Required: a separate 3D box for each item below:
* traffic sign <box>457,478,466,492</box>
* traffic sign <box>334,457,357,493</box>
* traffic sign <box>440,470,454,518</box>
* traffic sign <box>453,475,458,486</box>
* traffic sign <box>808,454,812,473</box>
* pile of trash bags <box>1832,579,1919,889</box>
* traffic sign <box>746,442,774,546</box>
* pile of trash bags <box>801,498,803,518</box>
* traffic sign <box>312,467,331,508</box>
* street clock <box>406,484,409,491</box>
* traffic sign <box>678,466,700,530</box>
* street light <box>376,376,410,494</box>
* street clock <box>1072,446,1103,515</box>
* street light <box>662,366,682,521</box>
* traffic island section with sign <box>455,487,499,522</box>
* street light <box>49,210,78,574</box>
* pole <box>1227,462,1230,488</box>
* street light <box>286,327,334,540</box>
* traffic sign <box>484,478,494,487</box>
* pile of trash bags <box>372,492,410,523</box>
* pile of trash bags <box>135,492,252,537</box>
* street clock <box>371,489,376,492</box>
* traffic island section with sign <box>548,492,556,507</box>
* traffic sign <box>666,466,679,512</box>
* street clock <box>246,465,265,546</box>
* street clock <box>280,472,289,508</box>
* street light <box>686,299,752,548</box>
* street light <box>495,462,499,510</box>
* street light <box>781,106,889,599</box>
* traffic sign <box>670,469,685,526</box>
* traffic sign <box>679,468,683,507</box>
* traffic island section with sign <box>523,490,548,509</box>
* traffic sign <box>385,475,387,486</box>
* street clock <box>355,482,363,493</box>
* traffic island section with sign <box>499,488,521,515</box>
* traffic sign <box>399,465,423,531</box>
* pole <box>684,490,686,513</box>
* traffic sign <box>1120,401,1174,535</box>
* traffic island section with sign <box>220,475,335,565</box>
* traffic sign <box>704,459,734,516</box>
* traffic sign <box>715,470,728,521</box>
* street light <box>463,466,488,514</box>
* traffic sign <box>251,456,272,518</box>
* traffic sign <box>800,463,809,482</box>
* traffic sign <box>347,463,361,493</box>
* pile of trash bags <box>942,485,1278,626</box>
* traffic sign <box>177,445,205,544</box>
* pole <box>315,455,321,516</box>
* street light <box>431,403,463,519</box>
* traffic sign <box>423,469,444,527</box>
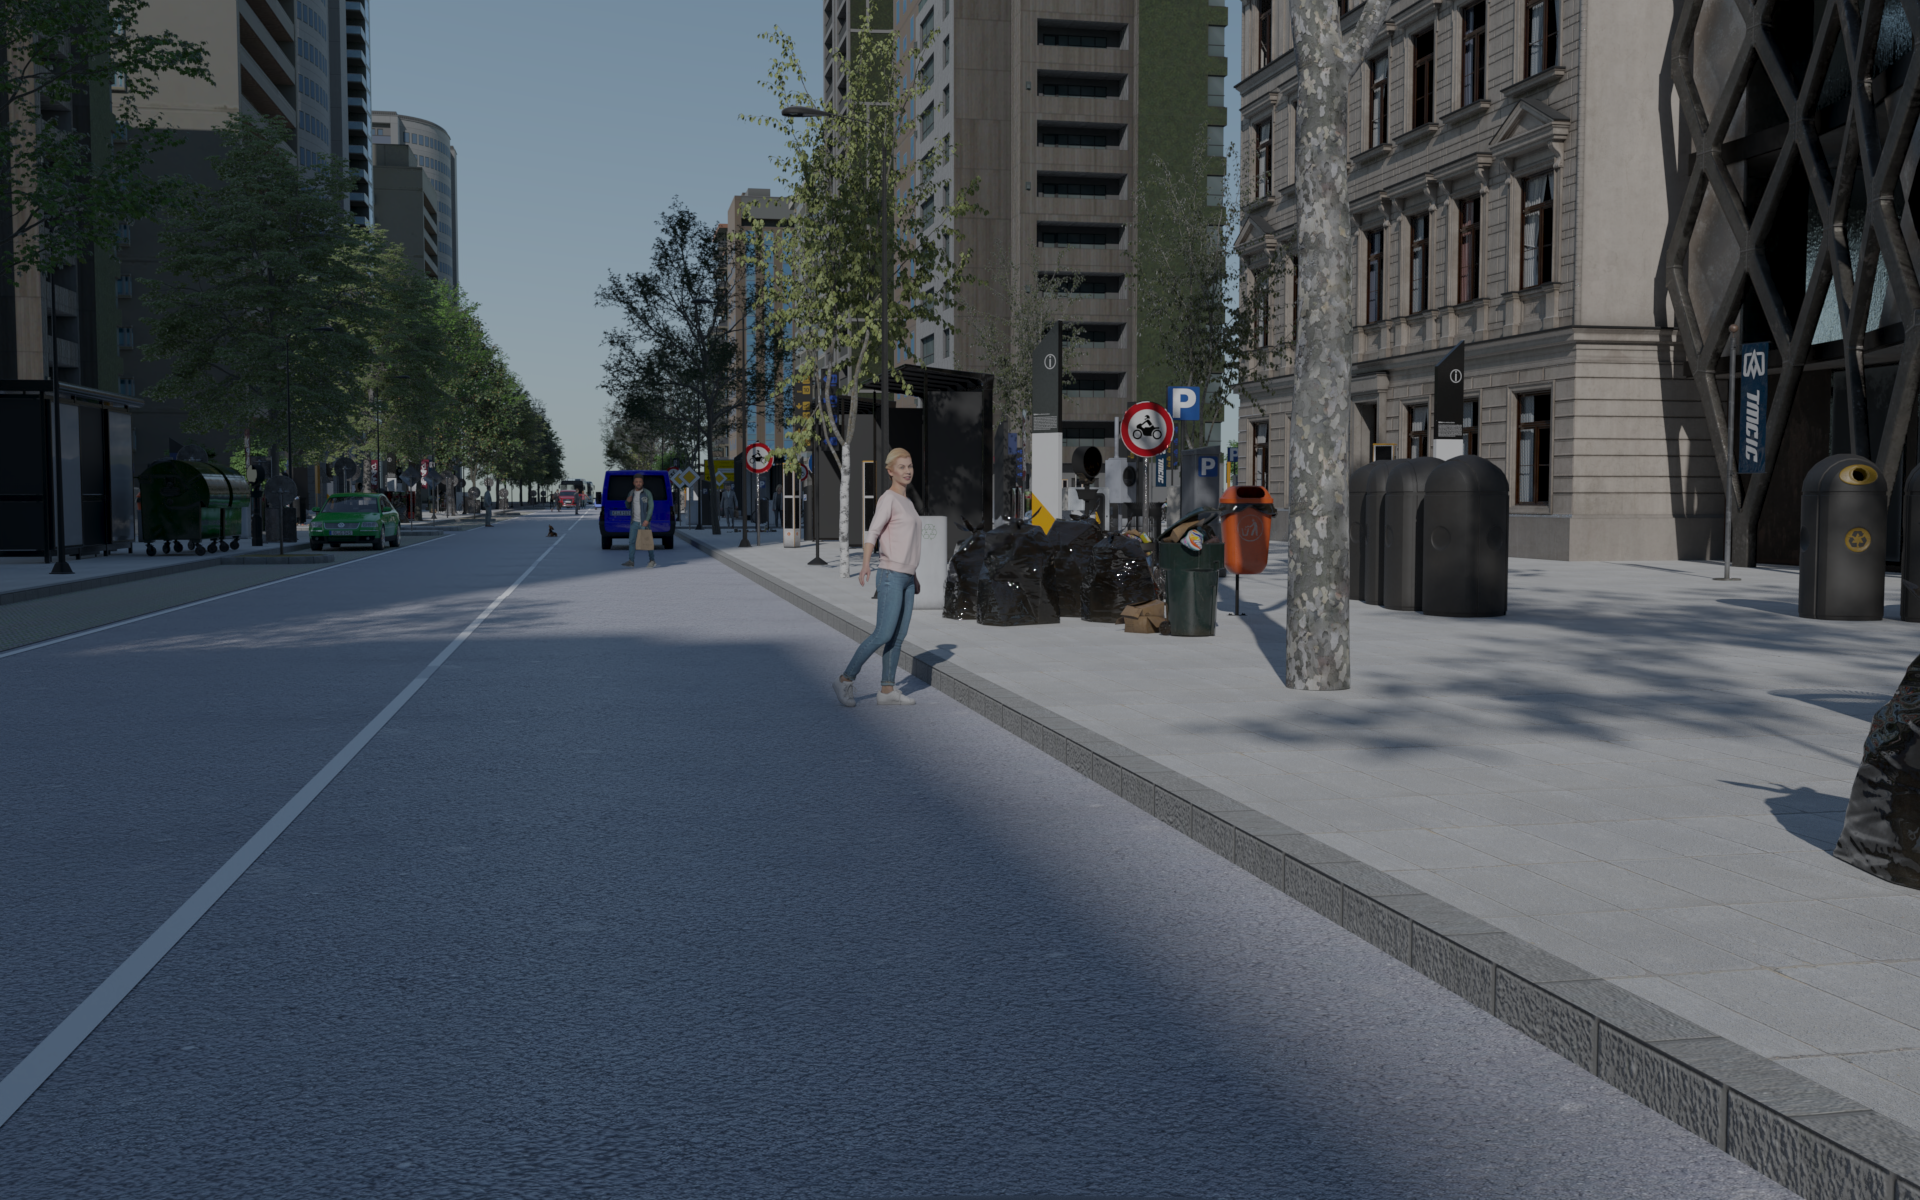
[{"bbox_3d":[-40.487,-8.597,140.668,0.768,2.556,0.104,0,4,-4],"label":"traffic sign"},{"bbox_3d":[-21.121,-3.635,59.538,0.768,2.556,0.104,0,4,-4],"label":"traffic sign"},{"bbox_3d":[-27.574,-5.688,93.097,0.768,2.556,0.104,-1,4,-10],"label":"traffic sign"},{"bbox_3d":[-33.843,-7.054,115.443,0.768,2.556,0.104,-1,4,-10],"label":"traffic sign"},{"bbox_3d":[-4.063,-3.094,50.690,0.768,2.556,0.104,0,4,-5],"label":"traffic sign"},{"bbox_3d":[4.827,0.258,5.528,3.447,1.369,1.912,-1,4,-8],"label":"pile of trash bags"},{"bbox_3d":[-4.984,-2.609,42.766,0.768,2.556,0.104,-1,4,-11],"label":"traffic sign"},{"bbox_3d":[-7.245,-5.122,93.496,1.912,1.369,3.447,-2,4,-25],"label":"pile of trash bags"},{"bbox_3d":[-30.567,-5.074,82.962,0.884,2.594,0.081,0,4,-4],"label":"traffic sign"},{"bbox_3d":[-36.709,-6.772,115.295,0.358,2.002,0.471,-2,4,-26],"label":"street clock"},{"bbox_3d":[-9.682,-3.568,61.981,0.795,2.450,0.064,-1,4,-12],"label":"traffic sign"},{"bbox_3d":[-22.229,-5.831,67.883,1.470,5.913,1.316,-1,4,-12],"label":"street light"},{"bbox_3d":[1.915,-1.319,26.139,0.358,2.002,0.471,3,5,43],"label":"street clock"},{"bbox_3d":[-9.880,-5.465,61.892,1.470,5.913,1.316,-1,4,-12],"label":"street light"},{"bbox_3d":[-25.230,-4.987,90.166,1.989,1.847,2.006,-1,4,-12],"label":"traffic island section with sign"},{"bbox_3d":[-13.892,-3.376,27.738,1.470,5.913,1.316,-1,4,-12],"label":"street light"},{"bbox_3d":[12.909,-5.467,83.229,0.158,3.312,0.155,0,3,0],"label":"pole"},{"bbox_3d":[-18.087,-4.626,48.180,1.470,5.913,1.316,-1,4,-12],"label":"street light"},{"bbox_3d":[-36.771,-8.263,135.199,0.768,2.556,0.104,-1,4,-9],"label":"traffic sign"},{"bbox_3d":[-25.728,-4.103,76.833,1.912,1.369,3.447,-2,4,-32],"label":"pile of trash bags"},{"bbox_3d":[-22.901,-2.580,51.939,3.447,1.369,1.912,0,4,-8],"label":"pile of trash bags"},{"bbox_3d":[-36.167,-6.256,106.858,0.358,2.002,0.471,1,4,21],"label":"street clock"},{"bbox_3d":[-46.201,-11.240,192.402,1.989,1.847,2.006,-1,4,-12],"label":"traffic island section with sign"},{"bbox_3d":[-13.222,-4.889,80.048,0.768,2.556,0.104,0,4,-2],"label":"traffic sign"},{"bbox_3d":[-17.292,-2.324,42.562,0.471,2.002,0.358,3,4,36],"label":"street clock"},{"bbox_3d":[-22.344,-3.215,57.130,0.471,2.002,0.358,2,4,34],"label":"street clock"},{"bbox_3d":[-5.710,-4.213,41.432,1.470,5.913,1.316,-1,4,-12],"label":"street light"},{"bbox_3d":[-34.869,-9.616,129.760,1.470,5.913,1.316,-1,4,-12],"label":"street light"},{"bbox_3d":[-1.448,-2.964,21.003,1.470,5.913,1.316,-1,4,-12],"label":"street light"},{"bbox_3d":[-11.286,-4.047,69.803,0.795,2.450,0.064,-1,4,-12],"label":"traffic sign"},{"bbox_3d":[-13.842,-5.209,85.269,0.768,2.556,0.104,0,4,-4],"label":"traffic sign"},{"bbox_3d":[-40.745,-9.611,165.772,1.989,1.847,2.006,-1,4,-12],"label":"traffic island section with sign"},{"bbox_3d":[-30.556,-5.560,93.041,0.606,2.300,0.079,-1,4,-9],"label":"traffic sign"},{"bbox_3d":[-37.431,-6.320,107.895,0.358,2.002,0.471,2,4,28],"label":"street clock"},{"bbox_3d":[-30.703,-6.617,116.813,1.989,1.847,2.006,-1,4,-12],"label":"traffic island section with sign"},{"bbox_3d":[-19.036,-3.452,60.090,0.795,2.450,0.064,-1,4,-12],"label":"traffic sign"},{"bbox_3d":[-19.045,-7.733,120.285,0.158,3.312,0.155,0,3,0],"label":"pole"},{"bbox_3d":[2.561,-1.454,23.874,0.768,2.556,0.104,-1,4,-11],"label":"traffic sign"},{"bbox_3d":[-14.115,-1.671,35.945,1.989,1.847,2.006,-1,4,-12],"label":"traffic island section with sign"},{"bbox_3d":[-13.830,-6.572,101.317,2.265,3.308,0.079,0,4,-3],"label":"traffic sign"},{"bbox_3d":[-11.589,-5.028,83.397,0.795,2.450,0.064,-1,4,-8],"label":"traffic sign"},{"bbox_3d":[-30.769,-8.364,109.298,1.470,5.913,1.316,-1,4,-12],"label":"street light"},{"bbox_3d":[-18.913,-2.734,46.828,0.606,2.300,0.079,0,4,-3],"label":"traffic sign"},{"bbox_3d":[-6.619,-4.363,71.449,0.768,2.556,0.104,0,4,-3],"label":"traffic sign"},{"bbox_3d":[-23.909,-4.153,68.002,0.768,2.556,0.104,0,4,-6],"label":"traffic sign"},{"bbox_3d":[1.576,-0.494,17.824,3.447,1.369,1.912,-1,4,-9],"label":"pile of trash bags"},{"bbox_3d":[-19.773,-2.724,44.644,0.768,2.556,0.104,-1,4,-9],"label":"traffic sign"},{"bbox_3d":[-29.725,-5.279,80.148,0.158,3.312,0.155,0,3,0],"label":"pole"},{"bbox_3d":[-26.451,-7.108,88.759,1.470,5.913,1.316,-1,4,-12],"label":"street light"},{"bbox_3d":[-20.641,-3.931,67.912,0.795,2.450,0.064,-1,4,-12],"label":"traffic sign"}]
